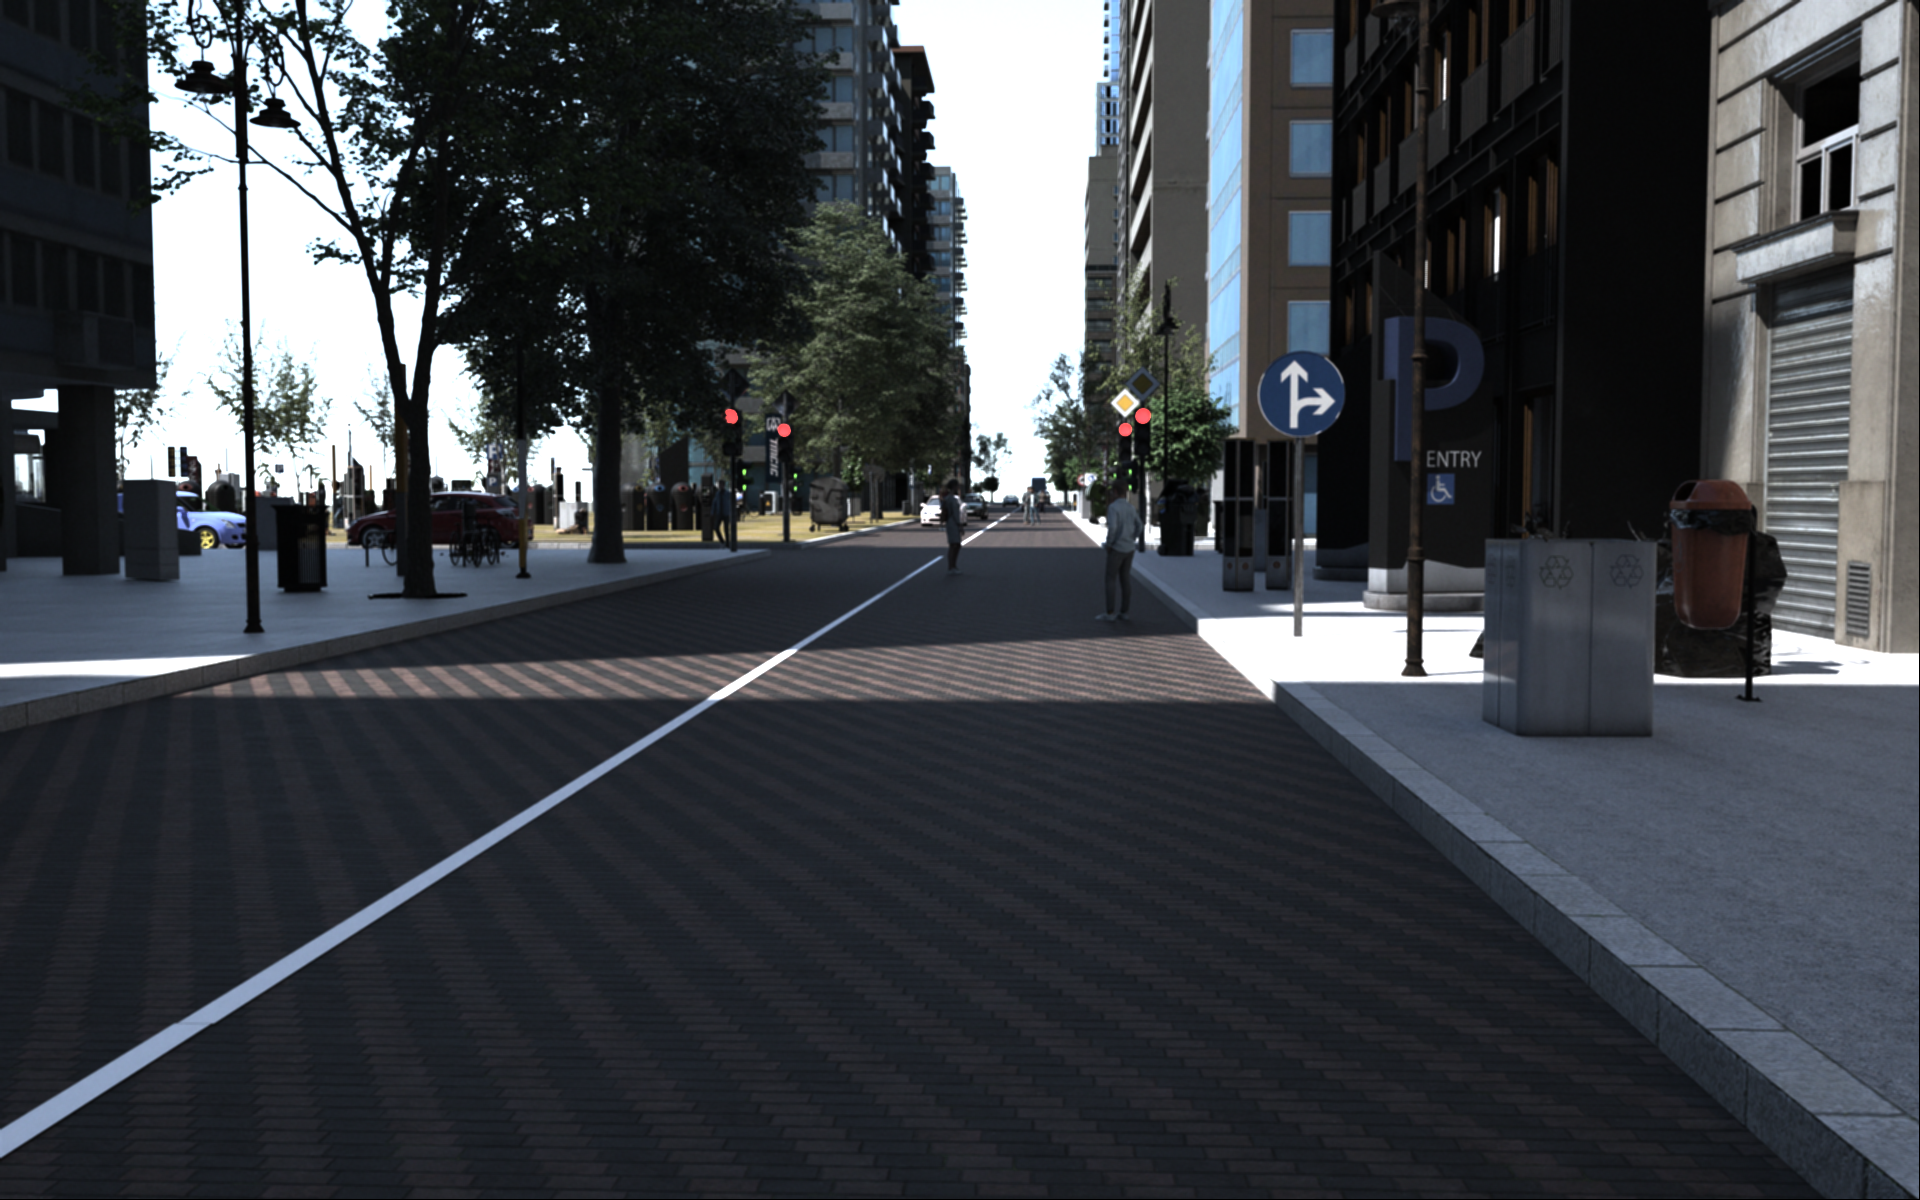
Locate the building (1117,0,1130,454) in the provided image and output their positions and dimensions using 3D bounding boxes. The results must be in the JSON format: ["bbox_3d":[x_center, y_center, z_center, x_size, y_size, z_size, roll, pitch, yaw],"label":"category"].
[{"bbox_3d":[25.109,-45.481,181.872,20.563,71.187,20.611,0,4,3],"label":"building"}]

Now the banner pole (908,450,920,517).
[{"bbox_3d":[-2.642,-6.674,99.141,0.863,3.779,0.401,2,4,33],"label":"banner pole"}]

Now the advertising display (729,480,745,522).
[{"bbox_3d":[-10.312,-4.580,80.091,0.974,1.923,0.123,3,5,41],"label":"advertising display"}]

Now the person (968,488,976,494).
[{"bbox_3d":[0.751,-6.270,111.201,0.592,1.802,0.473,3,5,42],"label":"person"}]

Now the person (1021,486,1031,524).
[{"bbox_3d":[3.232,-4.568,83.282,0.391,1.810,0.635,3,4,37],"label":"person"}]

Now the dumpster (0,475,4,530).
[{"bbox_3d":[-6.847,-0.463,10.066,1.502,2.255,1.985,0,4,3],"label":"dumpster"}]

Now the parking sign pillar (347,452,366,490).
[{"bbox_3d":[-38.464,-7.458,110.410,1.447,3.967,1.447,1,4,15],"label":"parking sign pillar"}]

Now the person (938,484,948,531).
[{"bbox_3d":[-0.641,-3.646,68.093,0.573,1.828,0.580,-3,4,-38],"label":"person"}]

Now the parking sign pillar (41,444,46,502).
[{"bbox_3d":[-35.044,-4.811,67.132,1.447,3.967,1.447,2,4,35],"label":"parking sign pillar"}]

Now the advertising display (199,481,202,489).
[{"bbox_3d":[-36.556,-4.746,82.808,0.123,1.923,0.974,0,4,7],"label":"advertising display"}]

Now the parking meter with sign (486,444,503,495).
[{"bbox_3d":[-15.948,-3.844,59.113,0.543,3.016,1.738,-1,4,-10],"label":"parking meter with sign"}]

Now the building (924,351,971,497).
[{"bbox_3d":[-12.920,-23.197,224.310,27.650,21.520,28.899,0,4,3],"label":"building"}]

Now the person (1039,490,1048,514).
[{"bbox_3d":[6.115,-7.248,127.539,0.617,1.759,0.750,1,4,21],"label":"person"}]

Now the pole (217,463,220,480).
[{"bbox_3d":[-47.974,-7.238,112.182,0.158,3.312,0.155,0,3,0],"label":"pole"}]

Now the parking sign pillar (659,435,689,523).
[{"bbox_3d":[-12.891,-5.480,78.075,1.447,3.967,1.447,-1,4,-13],"label":"parking sign pillar"}]

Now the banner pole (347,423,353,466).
[{"bbox_3d":[-21.386,-4.332,60.848,0.401,3.779,0.863,-2,4,-28],"label":"banner pole"}]

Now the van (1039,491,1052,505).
[{"bbox_3d":[10.869,-13.249,223.629,2.013,2.044,4.112,0,4,1],"label":"van"}]

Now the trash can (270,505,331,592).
[{"bbox_3d":[-8.656,-0.680,22.772,0.748,1.137,0.748,0,3,0],"label":"trash can"}]

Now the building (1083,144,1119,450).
[{"bbox_3d":[27.777,-37.426,235.611,21.300,48.544,21.600,0,4,3],"label":"building"}]

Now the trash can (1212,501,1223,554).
[{"bbox_3d":[5.804,-1.572,37.361,0.748,1.137,0.748,0,3,0],"label":"trash can"}]

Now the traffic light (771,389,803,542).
[{"bbox_3d":[-4.646,-3.517,46.428,0.839,4.253,0.868,0,4,3],"label":"traffic light"}]

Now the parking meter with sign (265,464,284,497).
[{"bbox_3d":[-39.719,-6.344,99.978,1.738,3.016,0.543,3,4,37],"label":"parking meter with sign"}]

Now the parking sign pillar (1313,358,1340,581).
[{"bbox_3d":[6.038,-2.290,25.919,1.447,3.967,1.447,2,4,27],"label":"parking sign pillar"}]

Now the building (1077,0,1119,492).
[{"bbox_3d":[29.271,-58.027,261.406,22.319,86.520,31.000,0,4,3],"label":"building"}]

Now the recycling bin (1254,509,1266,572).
[{"bbox_3d":[4.930,-1.008,29.027,0.722,1.027,0.722,2,4,29],"label":"recycling bin"}]

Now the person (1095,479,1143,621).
[{"bbox_3d":[1.819,-0.574,19.697,0.589,1.601,0.330,-2,4,-35],"label":"person"}]

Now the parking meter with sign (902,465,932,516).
[{"bbox_3d":[-2.569,-6.581,103.860,1.738,3.016,0.543,-1,4,-18],"label":"parking meter with sign"}]

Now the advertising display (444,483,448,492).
[{"bbox_3d":[-30.225,-5.844,100.767,0.974,1.923,0.123,1,4,10],"label":"advertising display"}]

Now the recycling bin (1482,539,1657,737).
[{"bbox_3d":[3.318,0.188,9.474,0.722,1.027,0.722,0,4,1],"label":"recycling bin"}]

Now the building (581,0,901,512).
[{"bbox_3d":[-16.415,-31.676,137.506,23.786,49.044,30.456,0,4,3],"label":"building"}]

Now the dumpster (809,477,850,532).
[{"bbox_3d":[-4.467,-3.262,59.089,1.264,1.857,1.865,0,4,3],"label":"dumpster"}]

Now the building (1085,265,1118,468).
[{"bbox_3d":[22.793,-27.331,218.557,14.160,30.474,14.107,0,4,3],"label":"building"}]

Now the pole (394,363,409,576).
[{"bbox_3d":[-8.726,-2.033,27.077,0.158,3.312,0.155,0,3,0],"label":"pole"}]

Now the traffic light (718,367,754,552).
[{"bbox_3d":[-5.023,-3.029,38.451,0.839,4.253,0.868,0,4,3],"label":"traffic light"}]

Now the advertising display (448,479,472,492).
[{"bbox_3d":[-21.932,-4.343,76.228,0.123,1.923,0.974,3,5,42],"label":"advertising display"}]

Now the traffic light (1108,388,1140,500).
[{"bbox_3d":[4.356,-3.492,46.020,0.839,4.253,0.868,0,4,3],"label":"traffic light"}]

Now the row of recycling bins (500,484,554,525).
[{"bbox_3d":[-18.217,-4.037,73.112,3.534,1.692,1.069,2,4,26],"label":"row of recycling bins"}]

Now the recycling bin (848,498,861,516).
[{"bbox_3d":[-6.318,-5.484,102.213,0.722,1.027,0.722,-2,4,-24],"label":"recycling bin"}]

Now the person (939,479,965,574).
[{"bbox_3d":[-0.123,-1.312,30.948,0.522,1.701,0.512,-1,4,-19],"label":"person"}]

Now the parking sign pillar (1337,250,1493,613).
[{"bbox_3d":[5.263,-1.887,19.329,1.447,3.967,1.447,-1,4,-16],"label":"parking sign pillar"}]

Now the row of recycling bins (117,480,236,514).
[{"bbox_3d":[-23.309,-2.694,51.166,3.534,1.692,1.069,-1,4,-23],"label":"row of recycling bins"}]

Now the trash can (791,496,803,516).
[{"bbox_3d":[-9.769,-5.635,103.782,0.748,1.137,0.748,0,3,0],"label":"trash can"}]

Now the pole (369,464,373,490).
[{"bbox_3d":[-40.274,-7.619,118.409,0.158,3.312,0.155,0,3,0],"label":"pole"}]

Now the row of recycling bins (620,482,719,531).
[{"bbox_3d":[-10.242,-3.295,60.990,3.534,1.692,1.069,-2,4,-24],"label":"row of recycling bins"}]

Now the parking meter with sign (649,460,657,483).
[{"bbox_3d":[-14.814,-5.571,87.353,1.738,3.016,0.543,2,4,30],"label":"parking meter with sign"}]

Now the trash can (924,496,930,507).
[{"bbox_3d":[-2.285,-6.194,112.921,0.748,1.137,0.748,0,3,0],"label":"trash can"}]

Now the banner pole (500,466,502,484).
[{"bbox_3d":[-31.535,-7.872,118.724,0.863,3.779,0.401,-2,4,-24],"label":"banner pole"}]

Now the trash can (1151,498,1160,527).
[{"bbox_3d":[7.806,-3.451,68.072,0.748,1.137,0.748,0,3,0],"label":"trash can"}]

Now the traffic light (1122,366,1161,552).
[{"bbox_3d":[3.979,-3.004,38.043,0.839,4.253,0.868,0,4,3],"label":"traffic light"}]

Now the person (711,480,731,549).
[{"bbox_3d":[-5.899,-2.107,43.289,0.601,1.785,0.444,1,4,19],"label":"person"}]

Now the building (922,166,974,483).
[{"bbox_3d":[-10.137,-38.739,252.994,23.786,49.044,30.456,0,4,3],"label":"building"}]

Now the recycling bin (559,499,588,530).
[{"bbox_3d":[-12.969,-2.790,58.179,0.722,1.027,0.722,1,4,18],"label":"recycling bin"}]

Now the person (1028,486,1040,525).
[{"bbox_3d":[3.373,-4.311,79.336,0.623,1.781,0.721,2,4,24],"label":"person"}]

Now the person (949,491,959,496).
[{"bbox_3d":[-0.347,-4.826,86.766,0.474,1.900,0.648,2,4,26],"label":"person"}]

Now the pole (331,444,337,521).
[{"bbox_3d":[-25.646,-4.719,70.993,0.158,3.312,0.155,0,3,0],"label":"pole"}]

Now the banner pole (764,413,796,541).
[{"bbox_3d":[-4.917,-3.500,47.244,0.863,3.779,0.401,0,4,7],"label":"banner pole"}]
